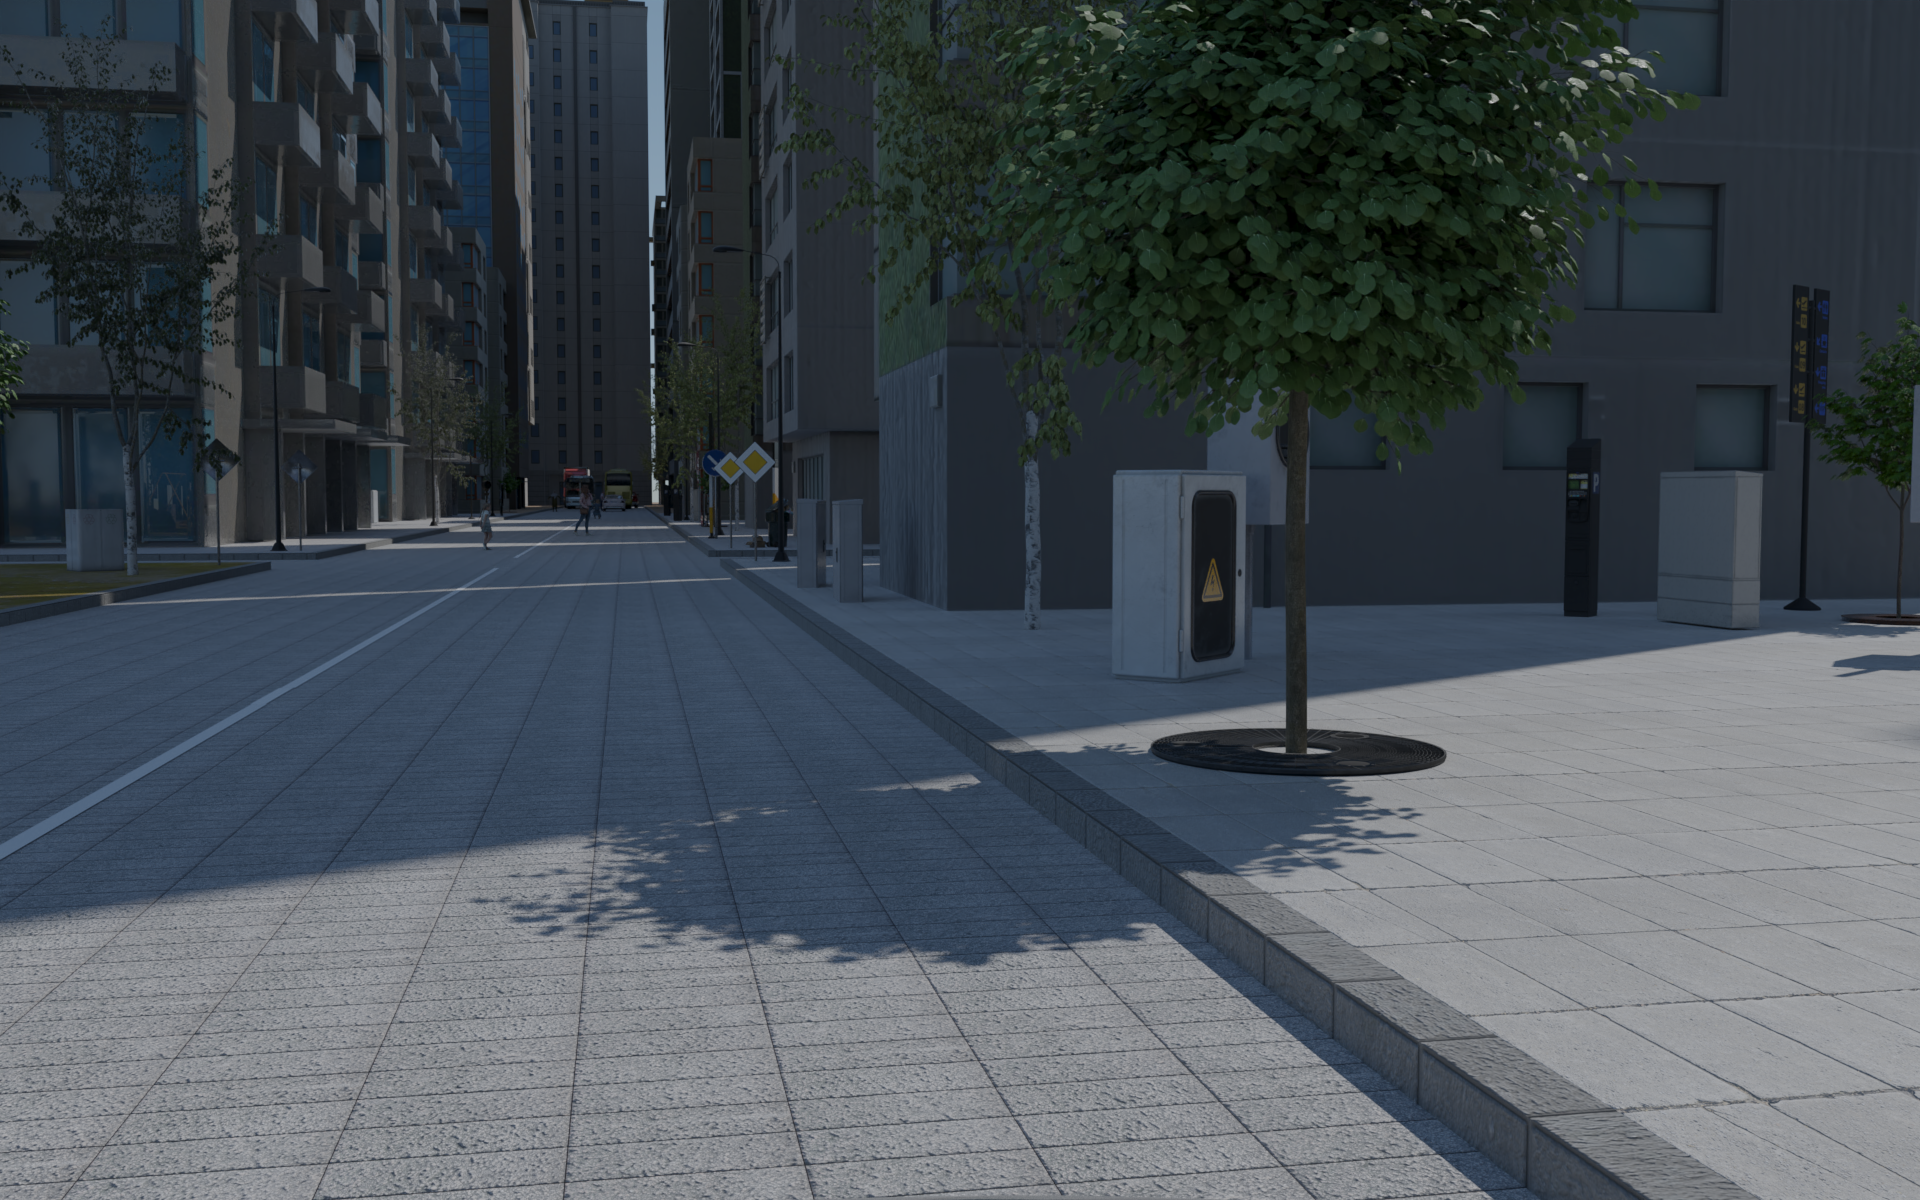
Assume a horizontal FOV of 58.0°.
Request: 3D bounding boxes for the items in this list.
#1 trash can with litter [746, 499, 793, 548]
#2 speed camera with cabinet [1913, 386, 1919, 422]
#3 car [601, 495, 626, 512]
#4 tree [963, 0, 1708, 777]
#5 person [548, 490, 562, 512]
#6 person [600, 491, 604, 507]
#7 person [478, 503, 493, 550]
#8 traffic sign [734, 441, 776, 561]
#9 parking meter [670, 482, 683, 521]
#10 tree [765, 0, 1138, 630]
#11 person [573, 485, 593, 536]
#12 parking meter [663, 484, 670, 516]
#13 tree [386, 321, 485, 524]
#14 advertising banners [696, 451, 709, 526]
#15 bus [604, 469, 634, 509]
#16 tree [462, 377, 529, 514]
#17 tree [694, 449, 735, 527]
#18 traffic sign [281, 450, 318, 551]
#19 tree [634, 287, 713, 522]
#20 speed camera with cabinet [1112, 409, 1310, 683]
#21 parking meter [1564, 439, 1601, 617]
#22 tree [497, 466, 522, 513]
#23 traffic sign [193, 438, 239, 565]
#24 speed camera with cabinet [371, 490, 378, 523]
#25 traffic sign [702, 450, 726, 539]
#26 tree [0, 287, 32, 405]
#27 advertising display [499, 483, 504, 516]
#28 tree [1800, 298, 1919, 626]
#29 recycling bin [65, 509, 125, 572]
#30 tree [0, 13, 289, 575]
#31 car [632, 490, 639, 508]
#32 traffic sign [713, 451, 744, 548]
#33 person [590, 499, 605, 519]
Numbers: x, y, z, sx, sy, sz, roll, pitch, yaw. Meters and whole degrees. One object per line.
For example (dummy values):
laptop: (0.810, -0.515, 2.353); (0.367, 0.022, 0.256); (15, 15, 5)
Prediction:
trash can with litter: (-4.572, -1.846, 41.577); (1.055, 1.170, 0.624); (-2, 4, -32)
speed camera with cabinet: (8.641, -1.178, 13.598); (2.038, 3.252, 0.660); (2, 4, 29)
car: (-28.676, -8.022, 143.516); (2.083, 1.381, 4.827); (-1, 4, -12)
tree: (1.748, -1.511, 8.423); (4.285, 4.588, 4.351); (0, 3, 0)
person: (-32.760, -8.001, 140.054); (1.217, 1.736, 0.721); (-2, 4, -24)
person: (-30.845, -8.578, 149.682); (0.436, 1.711, 0.756); (-1, 4, -12)
person: (-12.185, -1.883, 44.305); (0.382, 1.210, 0.505); (-3, 5, -44)
traffic sign: (-3.902, -1.796, 33.013); (0.795, 2.450, 0.064); (-1, 4, -11)
parking meter: (-13.465, -4.706, 82.652); (0.399, 1.863, 0.255); (2, 4, 29)
tree: (0.477, -4.018, 16.057); (4.737, 8.622, 4.395); (0, 3, 0)
person: (-13.013, -3.100, 59.782); (0.643, 1.750, 0.593); (1, 4, 12)
parking meter: (-17.255, -5.895, 102.099); (0.399, 1.863, 0.255); (1, 4, 18)
tree: (-22.285, -7.543, 73.689); (4.360, 8.622, 3.978); (0, 3, 0)
advertising banners: (-10.370, -4.493, 69.645); (0.090, 3.025, 2.074); (-1, 4, -20)
bus: (-32.961, -10.749, 167.291); (2.896, 3.916, 12.252); (-1, 4, -11)
tree: (-29.755, -9.765, 110.015); (4.737, 8.622, 4.395); (0, 3, 0)
tree: (-9.686, -4.457, 67.478); (1.663, 3.219, 1.824); (0, 3, 0)
traffic sign: (-14.886, -2.166, 39.059); (0.795, 2.450, 0.064); (-1, 4, -11)
tree: (-7.950, -6.687, 59.694); (4.737, 8.622, 4.395); (0, 3, 0)
speed camera with cabinet: (1.868, -1.116, 12.578); (0.660, 3.252, 2.038); (3, 4, 36)
parking meter: (6.519, -0.760, 18.144); (0.255, 1.863, 0.399); (3, 4, 37)
tree: (-31.579, -7.718, 120.793); (1.663, 3.219, 1.824); (0, 3, 0)
traffic sign: (-13.377, -1.687, 31.218); (0.795, 2.450, 0.064); (-1, 4, -11)
speed camera with cabinet: (-26.601, -4.984, 75.816); (2.038, 3.252, 0.660); (0, 4, 2)
traffic sign: (-7.005, -3.035, 49.720); (0.768, 2.556, 0.104); (0, 4, -1)
tree: (-13.208, -2.288, 21.129); (4.285, 4.588, 4.351); (0, 3, 0)
advertising display: (-27.094, -5.938, 102.293); (0.123, 1.923, 0.974); (-1, 4, -23)
tree: (9.300, -1.391, 17.348); (1.663, 3.219, 1.824); (0, 3, 0)
recycling bin: (-14.489, -1.006, 29.009); (0.722, 1.027, 0.722); (-3, 5, -42)
tree: (-12.959, -4.690, 27.052); (4.360, 8.622, 3.978); (0, 3, 0)
car: (-33.981, -10.301, 177.101); (2.281, 1.827, 5.304); (-1, 4, -12)
traffic sign: (-5.411, -2.276, 40.855); (0.795, 2.450, 0.064); (-1, 4, -11)
person: (-21.059, -5.264, 100.062); (1.012, 1.151, 0.738); (-1, 4, -10)
